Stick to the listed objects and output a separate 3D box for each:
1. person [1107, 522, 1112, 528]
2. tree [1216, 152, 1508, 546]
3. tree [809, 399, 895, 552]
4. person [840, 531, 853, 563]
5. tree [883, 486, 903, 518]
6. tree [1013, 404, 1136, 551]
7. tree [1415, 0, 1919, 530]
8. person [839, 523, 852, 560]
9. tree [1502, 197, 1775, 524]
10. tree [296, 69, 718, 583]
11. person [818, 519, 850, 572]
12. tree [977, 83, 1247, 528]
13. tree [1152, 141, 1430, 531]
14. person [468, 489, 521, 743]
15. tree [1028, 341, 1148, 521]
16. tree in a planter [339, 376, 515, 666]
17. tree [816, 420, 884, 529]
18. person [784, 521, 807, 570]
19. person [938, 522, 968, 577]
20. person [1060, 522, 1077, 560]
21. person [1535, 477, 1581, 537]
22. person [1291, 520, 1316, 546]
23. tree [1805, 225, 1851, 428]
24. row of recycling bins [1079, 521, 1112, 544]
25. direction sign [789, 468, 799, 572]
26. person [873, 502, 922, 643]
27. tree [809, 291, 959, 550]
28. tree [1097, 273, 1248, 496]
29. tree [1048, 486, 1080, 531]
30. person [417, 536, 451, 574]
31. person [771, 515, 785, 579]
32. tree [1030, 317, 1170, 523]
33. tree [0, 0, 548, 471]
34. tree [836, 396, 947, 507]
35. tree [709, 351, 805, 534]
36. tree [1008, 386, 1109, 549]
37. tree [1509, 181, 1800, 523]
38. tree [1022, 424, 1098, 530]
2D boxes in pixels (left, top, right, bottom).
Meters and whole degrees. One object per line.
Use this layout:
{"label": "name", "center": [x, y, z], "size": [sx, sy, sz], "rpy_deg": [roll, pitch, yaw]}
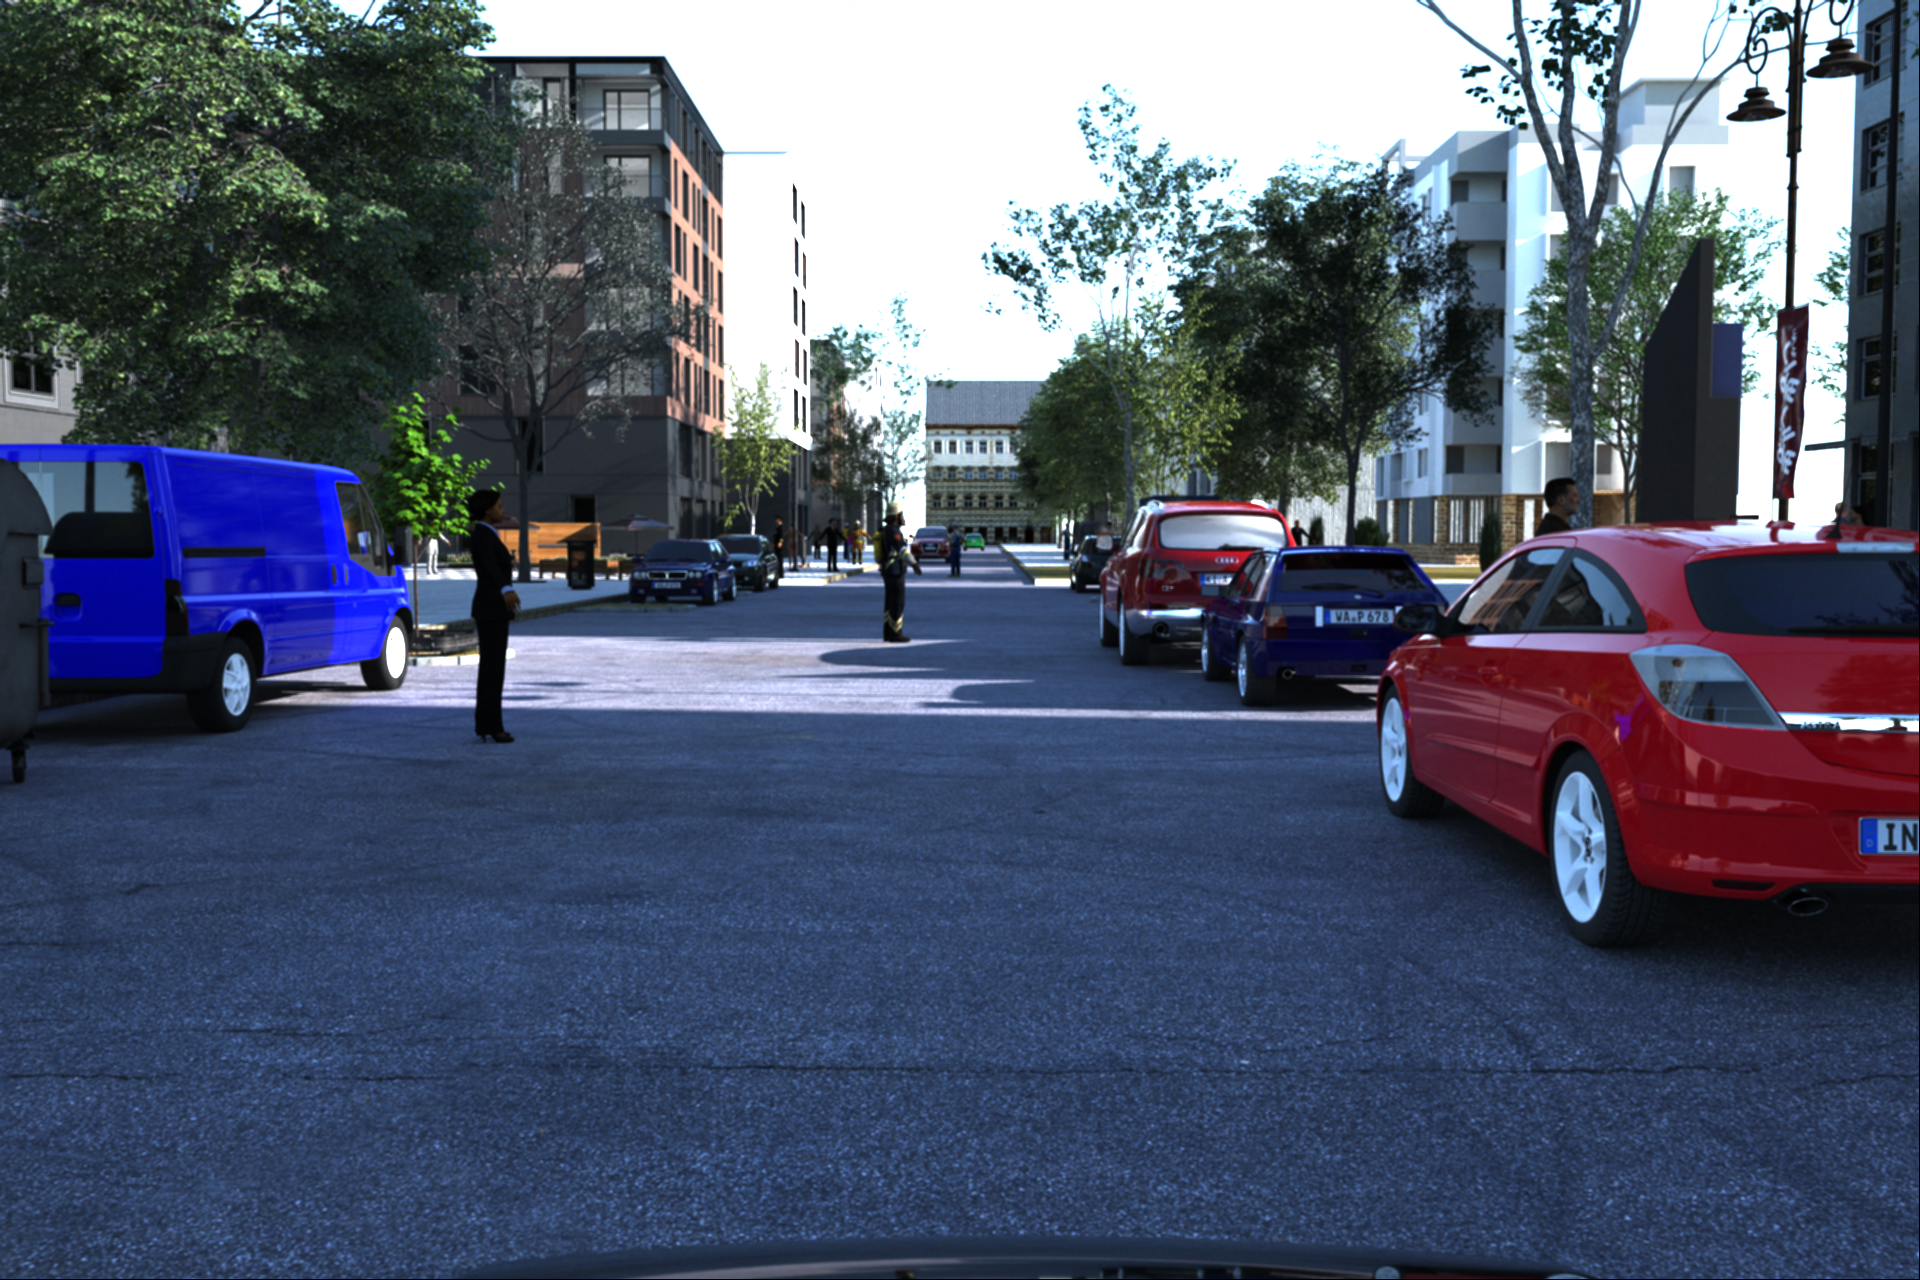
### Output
{"label": "person", "center": [6.612, -4.290, 76.286], "size": [0.704, 1.843, 1.345], "rpy_deg": [0, 4, 2]}
{"label": "tree", "center": [9.725, -6.564, 41.731], "size": [7.601, 10.594, 8.767], "rpy_deg": [-2, 4, -28]}
{"label": "tree", "center": [-7.984, -11.382, 120.501], "size": [7.601, 10.594, 8.767], "rpy_deg": [-3, 4, -36]}
{"label": "person", "center": [-4.882, -4.146, 77.059], "size": [0.991, 1.433, 0.599], "rpy_deg": [-2, 4, -27]}
{"label": "tree", "center": [-9.395, -17.907, 243.136], "size": [4.360, 8.622, 3.978], "rpy_deg": [0, 3, 0]}
{"label": "tree", "center": [7.707, -11.126, 116.327], "size": [8.767, 10.594, 7.601], "rpy_deg": [-1, 4, -20]}
{"label": "tree", "center": [8.928, -10.360, 25.278], "size": [12.611, 20.169, 13.585], "rpy_deg": [0, 3, 0]}
{"label": "person", "center": [-5.687, -4.982, 87.424], "size": [1.349, 1.833, 0.705], "rpy_deg": [3, 5, 44]}
{"label": "tree", "center": [24.591, -9.355, 63.322], "size": [12.009, 13.543, 11.850], "rpy_deg": [0, 3, 0]}
{"label": "tree", "center": [-11.504, -8.268, 45.555], "size": [12.009, 13.543, 11.850], "rpy_deg": [0, 3, 0]}
{"label": "person", "center": [-4.298, -3.203, 58.562], "size": [1.347, 1.806, 0.705], "rpy_deg": [-3, 5, -42]}
{"label": "tree", "center": [6.383, -13.460, 75.962], "size": [12.611, 20.169, 13.585], "rpy_deg": [0, 3, 0]}
{"label": "tree", "center": [10.855, -9.257, 58.007], "size": [9.857, 13.997, 8.962], "rpy_deg": [0, 3, 0]}
{"label": "person", "center": [-3.172, -0.173, 12.004], "size": [0.721, 1.740, 1.216], "rpy_deg": [-1, 4, -20]}
{"label": "tree", "center": [7.531, -11.196, 101.176], "size": [7.486, 12.596, 7.792], "rpy_deg": [0, 3, 0]}
{"label": "tree in a planter", "center": [-6.219, -1.376, 19.724], "size": [1.991, 3.239, 1.994], "rpy_deg": [0, 4, 2]}
{"label": "tree", "center": [-7.636, -9.906, 112.333], "size": [4.360, 8.622, 3.978], "rpy_deg": [0, 3, 0]}
{"label": "person", "center": [-5.961, -3.338, 61.387], "size": [1.217, 1.733, 0.721], "rpy_deg": [-2, 4, -28]}
{"label": "person", "center": [-0.179, -3.033, 57.910], "size": [0.705, 1.847, 1.347], "rpy_deg": [3, 5, 45]}
{"label": "person", "center": [5.241, -4.801, 84.359], "size": [0.705, 1.847, 1.347], "rpy_deg": [-2, 4, -32]}
{"label": "person", "center": [4.068, -0.190, 11.693], "size": [0.704, 1.812, 1.346], "rpy_deg": [1, 4, 14]}
{"label": "person", "center": [12.396, -3.514, 63.672], "size": [1.346, 1.802, 0.704], "rpy_deg": [0, 4, -5]}
{"label": "tree", "center": [29.267, -7.697, 51.600], "size": [9.928, 11.665, 9.643], "rpy_deg": [0, 3, 0]}
{"label": "row of recycling bins", "center": [4.242, -2.930, 55.018], "size": [1.069, 1.692, 3.534], "rpy_deg": [0, 4, 1]}
{"label": "direction sign", "center": [-5.694, -4.121, 59.374], "size": [0.379, 3.537, 0.876], "rpy_deg": [0, 4, 1]}
{"label": "person", "center": [-0.847, -0.902, 22.984], "size": [0.705, 1.856, 1.354], "rpy_deg": [-1, 4, -22]}
{"label": "tree", "center": [-6.810, -17.082, 135.182], "size": [12.611, 20.169, 13.585], "rpy_deg": [0, 3, 0]}
{"label": "tree", "center": [6.113, -6.082, 49.807], "size": [4.737, 8.622, 4.395], "rpy_deg": [0, 3, 0]}
{"label": "tree", "center": [8.605, -11.473, 137.938], "size": [4.737, 8.622, 4.395], "rpy_deg": [0, 3, 0]}
{"label": "person", "center": [-16.775, -2.990, 55.066], "size": [0.705, 1.806, 1.347], "rpy_deg": [2, 4, 29]}
{"label": "person", "center": [-5.202, -2.668, 49.563], "size": [0.705, 1.837, 1.347], "rpy_deg": [-1, 4, -15]}
{"label": "tree", "center": [7.390, -10.594, 91.344], "size": [7.486, 12.596, 7.792], "rpy_deg": [0, 3, 0]}
{"label": "tree", "center": [-11.410, -7.386, 27.416], "size": [9.857, 13.997, 8.962], "rpy_deg": [0, 3, 0]}
{"label": "tree", "center": [-6.266, -14.859, 153.309], "size": [12.009, 13.543, 11.850], "rpy_deg": [0, 3, 0]}
{"label": "tree", "center": [-8.438, -7.350, 70.538], "size": [4.737, 8.622, 4.395], "rpy_deg": [0, 3, 0]}
{"label": "tree", "center": [8.629, -14.744, 147.722], "size": [9.857, 13.997, 8.962], "rpy_deg": [0, 3, 0]}
{"label": "tree", "center": [20.336, -7.672, 51.198], "size": [9.928, 11.665, 9.643], "rpy_deg": [0, 3, 0]}
{"label": "tree", "center": [8.290, -11.843, 128.043], "size": [8.767, 10.594, 7.601], "rpy_deg": [3, 5, 43]}
